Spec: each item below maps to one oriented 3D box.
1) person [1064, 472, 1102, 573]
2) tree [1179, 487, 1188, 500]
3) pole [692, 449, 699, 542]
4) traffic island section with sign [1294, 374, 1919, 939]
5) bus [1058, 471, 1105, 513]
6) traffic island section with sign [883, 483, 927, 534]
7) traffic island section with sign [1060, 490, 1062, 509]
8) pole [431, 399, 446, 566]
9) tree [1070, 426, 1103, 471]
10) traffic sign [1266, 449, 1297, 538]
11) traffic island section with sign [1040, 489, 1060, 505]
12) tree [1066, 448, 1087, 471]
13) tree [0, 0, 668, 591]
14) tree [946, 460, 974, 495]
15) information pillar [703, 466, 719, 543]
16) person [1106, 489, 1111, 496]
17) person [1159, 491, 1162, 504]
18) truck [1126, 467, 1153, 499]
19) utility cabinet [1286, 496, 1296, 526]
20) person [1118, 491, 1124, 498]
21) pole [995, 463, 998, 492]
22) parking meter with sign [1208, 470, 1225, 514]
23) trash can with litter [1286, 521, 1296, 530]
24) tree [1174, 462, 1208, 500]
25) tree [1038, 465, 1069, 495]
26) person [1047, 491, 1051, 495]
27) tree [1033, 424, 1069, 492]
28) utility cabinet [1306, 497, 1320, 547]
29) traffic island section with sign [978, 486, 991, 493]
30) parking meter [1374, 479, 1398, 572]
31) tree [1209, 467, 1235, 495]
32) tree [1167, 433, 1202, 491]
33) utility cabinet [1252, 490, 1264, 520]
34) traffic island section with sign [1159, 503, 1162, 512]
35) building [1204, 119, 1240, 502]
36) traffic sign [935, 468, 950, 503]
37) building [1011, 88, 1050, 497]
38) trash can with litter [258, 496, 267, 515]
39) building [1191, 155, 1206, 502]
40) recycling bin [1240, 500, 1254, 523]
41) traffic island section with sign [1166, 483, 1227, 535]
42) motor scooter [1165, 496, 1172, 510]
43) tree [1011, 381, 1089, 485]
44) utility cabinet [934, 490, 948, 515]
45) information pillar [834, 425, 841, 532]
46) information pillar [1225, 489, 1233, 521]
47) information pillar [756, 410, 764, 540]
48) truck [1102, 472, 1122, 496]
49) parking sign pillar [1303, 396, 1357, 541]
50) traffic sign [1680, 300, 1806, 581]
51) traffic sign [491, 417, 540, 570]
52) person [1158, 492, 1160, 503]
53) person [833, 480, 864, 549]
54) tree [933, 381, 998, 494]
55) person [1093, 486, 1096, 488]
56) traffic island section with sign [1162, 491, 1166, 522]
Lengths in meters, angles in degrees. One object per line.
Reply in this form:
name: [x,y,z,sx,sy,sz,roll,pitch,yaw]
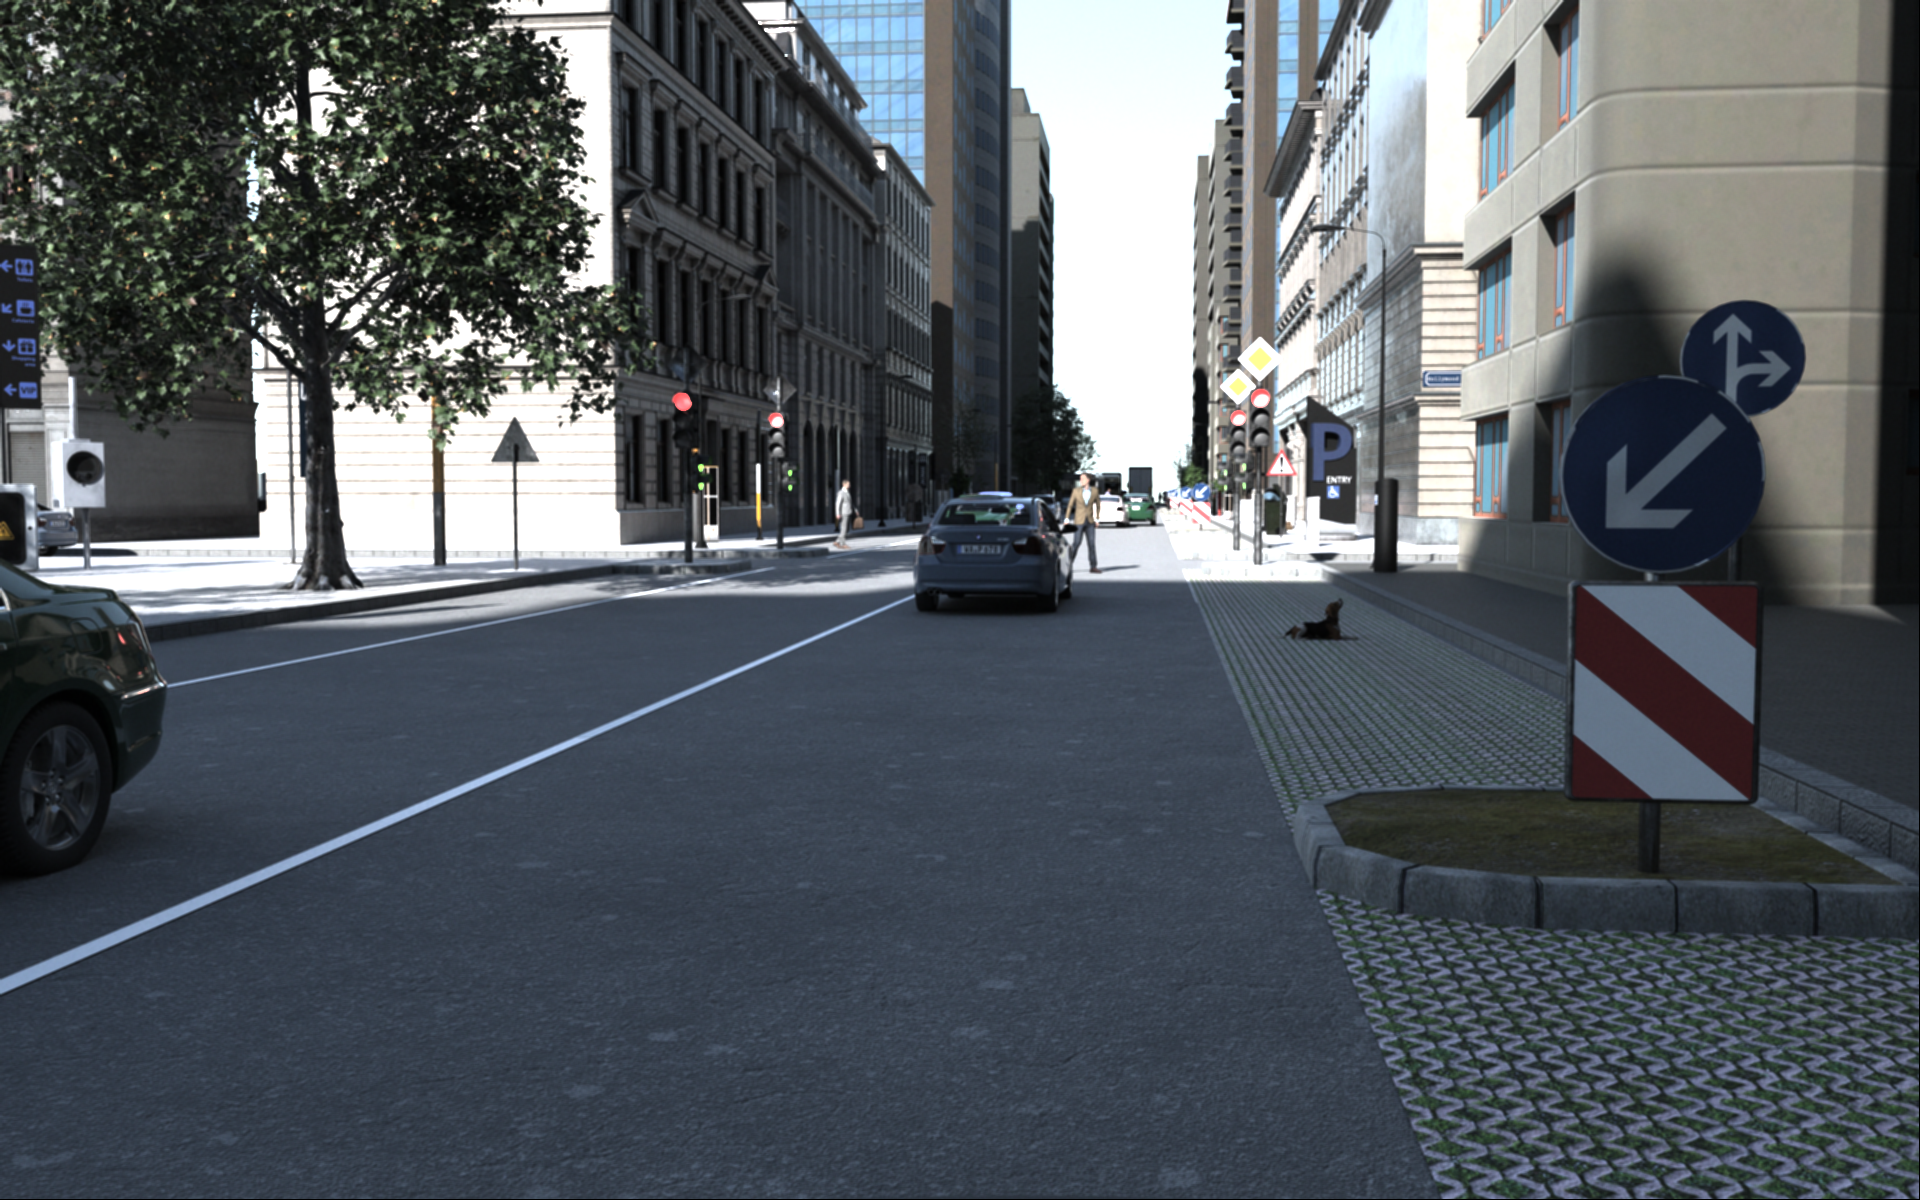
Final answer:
person: [2.226,-1.416,31.558,0.656,1.842,0.836,-3,5,-40]
tree: [32.983,-15.725,251.699,1.663,3.219,1.824,0,3,0]
pole: [-6.972,-3.181,45.859,0.158,3.312,0.155,0,3,0]
traffic island section with sign: [2.319,0.126,6.567,1.989,1.847,2.006,0,4,6]
bus: [9.611,-8.556,134.757,2.948,3.499,13.247,0,4,8]
traffic island section with sign: [-1.669,-3.327,63.022,1.989,1.847,2.006,0,4,6]
traffic island section with sign: [9.841,-9.659,166.547,1.989,1.847,2.006,0,4,6]
pole: [-9.336,-2.273,31.004,0.158,3.312,0.155,0,3,0]
tree: [17.957,-20.850,266.656,9.928,11.665,9.643,0,3,0]
traffic sign: [9.279,-3.058,50.008,0.884,2.594,0.081,1,4,12]
traffic island section with sign: [6.796,-7.979,139.088,1.989,1.847,2.006,0,4,6]
tree: [14.803,-17.171,231.110,4.737,8.622,4.395,0,3,0]
tree: [-8.724,-6.487,23.078,9.611,12.733,9.660,0,3,0]
tree: [0.047,-6.377,98.861,1.663,3.219,1.824,0,3,0]
information pillar: [-6.596,-2.531,45.877,0.304,2.012,0.304,-2,4,-32]
person: [10.924,-7.213,126.296,0.599,1.838,0.709,3,5,40]
person: [27.787,-14.138,239.530,0.599,1.838,0.709,2,4,31]
truck: [19.005,-11.860,182.822,2.839,4.237,11.283,0,4,5]
utility cabinet: [13.214,-3.648,70.803,1.020,1.237,0.306,2,4,24]
person: [14.569,-8.978,156.010,1.217,1.743,0.721,0,4,-1]
pole: [2.406,-7.330,113.695,0.158,3.312,0.155,0,3,0]
parking meter with sign: [16.581,-7.057,111.643,0.543,3.016,1.738,-2,4,-24]
trash can with litter: [11.435,-3.091,61.933,1.055,1.170,0.624,0,4,-7]
tree: [23.312,-11.690,174.842,4.285,4.588,4.351,0,3,0]
tree: [12.128,-13.585,205.832,4.285,4.588,4.351,0,3,0]
person: [6.190,-6.674,119.091,0.593,1.643,0.415,2,4,34]
tree: [9.369,-14.105,180.977,4.360,8.622,3.978,0,3,0]
utility cabinet: [8.658,-1.921,42.568,0.306,1.237,1.020,1,4,9]
traffic island section with sign: [1.302,-4.965,89.814,1.989,1.847,2.006,0,4,6]
parking meter: [7.002,-1.227,28.466,0.372,1.533,0.369,0,3,0]
tree: [16.673,-7.000,109.043,1.663,3.219,1.824,0,3,0]
tree: [27.131,-15.713,207.261,4.360,8.622,3.978,0,3,0]
utility cabinet: [14.741,-4.649,84.691,1.173,1.500,0.318,-3,5,-40]
traffic island section with sign: [16.897,-7.885,137.544,1.989,1.847,2.006,0,4,6]
building: [41.515,-36.025,212.706,21.300,48.544,21.600,0,4,6]
traffic sign: [-0.862,-5.239,85.765,0.768,2.556,0.104,1,4,13]
building: [-0.300,-35.959,211.623,21.300,48.544,21.600,0,4,6]
trash can with litter: [-22.764,-2.849,57.639,1.678,1.210,2.233,1,4,21]
building: [42.421,-37.345,234.298,21.300,48.544,21.600,0,4,6]
recycling bin: [12.871,-3.914,76.542,0.722,1.027,0.722,-3,5,-41]
traffic island section with sign: [8.440,-3.235,61.524,1.989,1.847,2.006,0,4,6]
motor scooter: [17.967,-8.327,148.930,0.815,1.314,1.986,1,4,8]
tree: [9.422,-17.458,192.095,9.857,13.997,8.962,0,3,0]
utility cabinet: [-1.104,-5.721,102.220,0.318,1.500,1.173,2,4,28]
information pillar: [-4.167,-4.128,58.852,0.183,3.616,0.504,0,4,3]
information pillar: [12.978,-4.836,83.561,0.304,2.012,0.304,3,5,43]
information pillar: [-5.555,-3.457,47.882,0.183,3.616,0.504,0,4,-1]
truck: [19.871,-14.568,227.103,2.839,4.237,11.283,0,4,7]
parking sign pillar: [10.173,-3.608,47.467,1.447,3.967,1.447,0,4,-5]
traffic sign: [5.166,-0.698,11.511,0.768,2.556,0.104,1,4,13]
traffic sign: [-7.487,-1.782,29.147,0.884,2.594,0.081,1,4,12]
person: [30.665,-15.736,266.590,0.445,1.727,0.742,0,4,8]
person: [-2.984,-2.248,45.378,0.853,1.813,0.709,1,4,19]
tree: [0.573,-9.724,109.347,4.360,8.622,3.978,0,3,0]
person: [6.359,-4.439,81.165,0.778,1.811,0.616,2,4,30]
traffic island section with sign: [11.467,-4.899,88.726,1.989,1.847,2.006,0,4,6]
